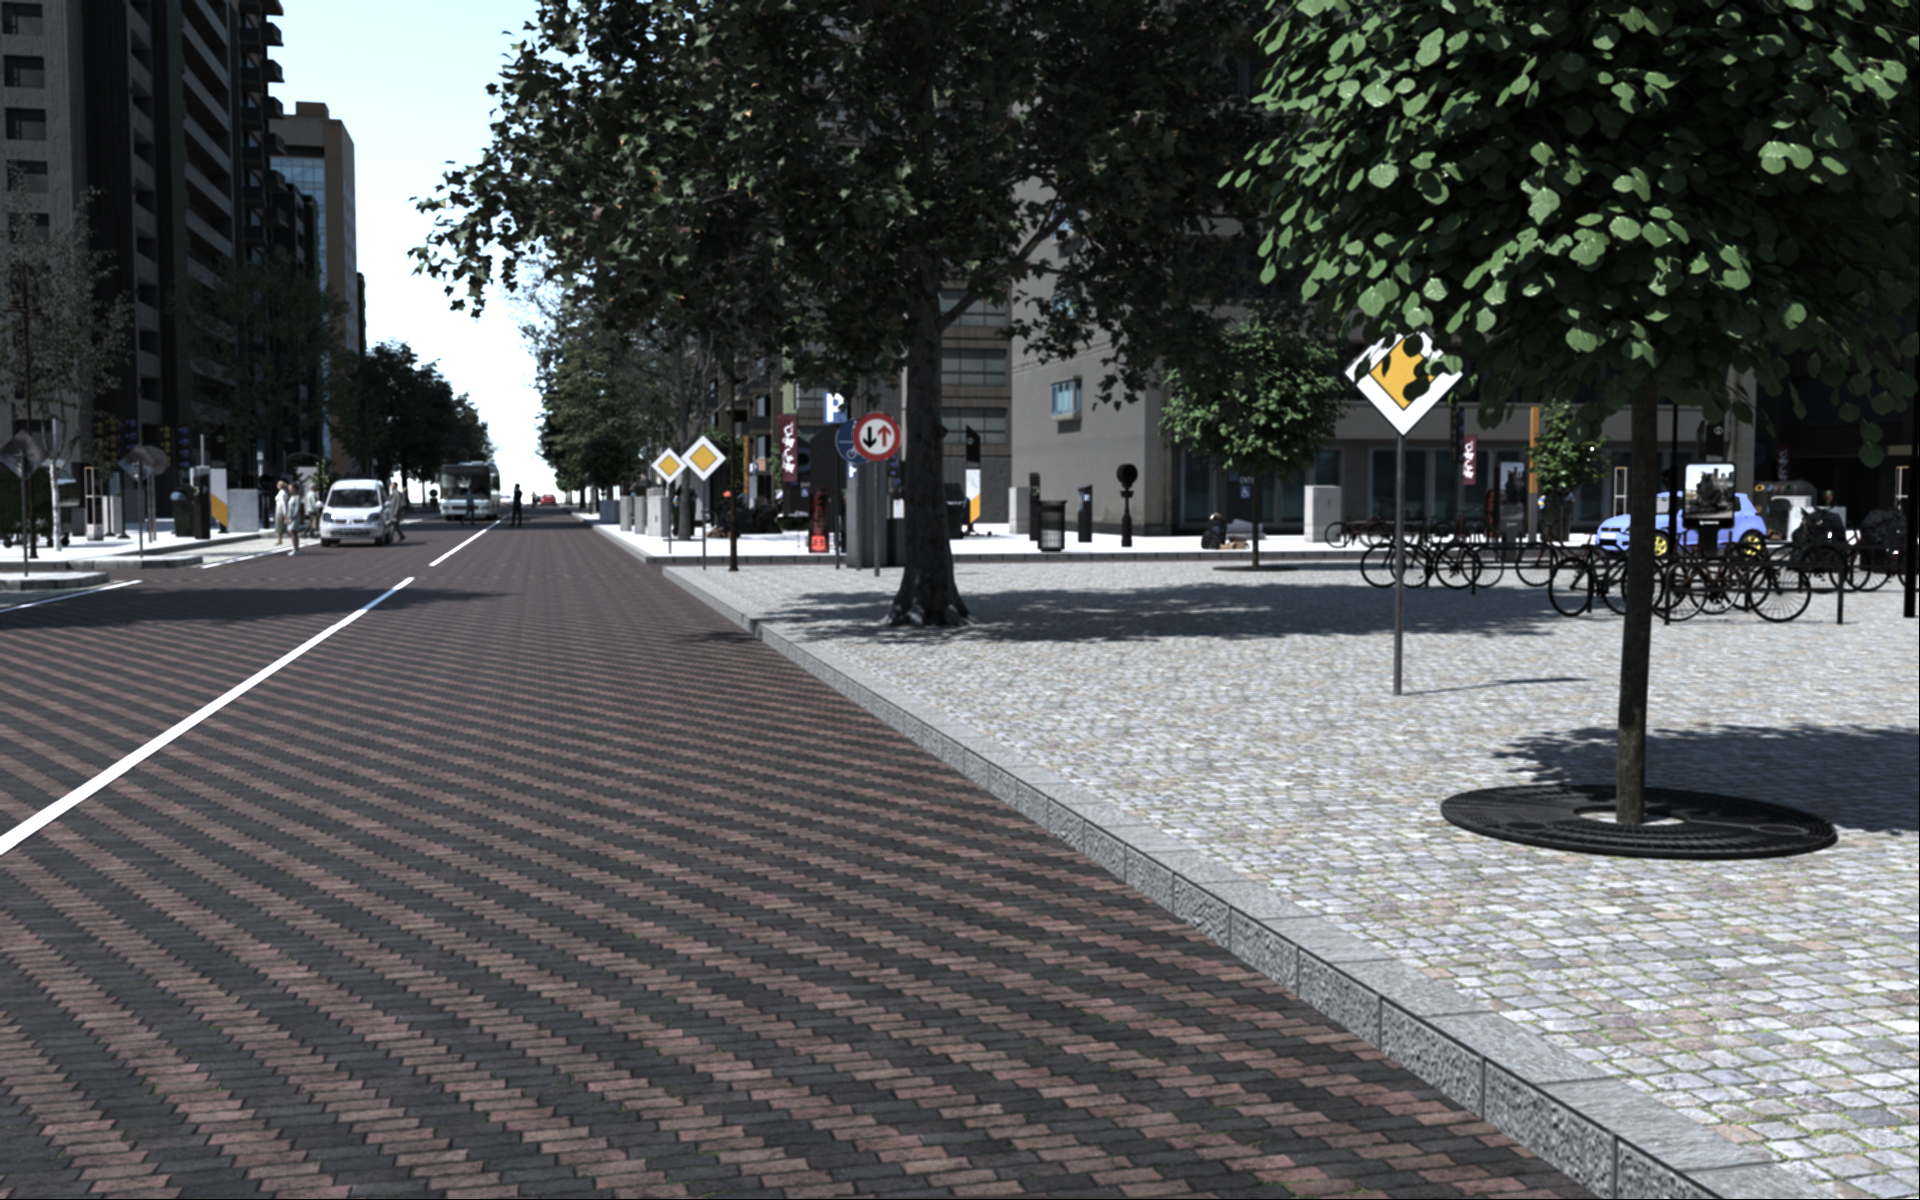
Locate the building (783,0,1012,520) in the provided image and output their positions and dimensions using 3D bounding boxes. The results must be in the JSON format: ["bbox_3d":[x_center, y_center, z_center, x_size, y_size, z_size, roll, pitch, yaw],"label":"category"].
[{"bbox_3d":[-3.747,-25.611,102.333,14.154,41.232,14.086,-1,4,-14],"label":"building"}]

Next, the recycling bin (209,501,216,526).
[{"bbox_3d":[-30.564,-3.510,69.936,0.722,1.027,0.722,1,4,18],"label":"recycling bin"}]

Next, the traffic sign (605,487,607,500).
[{"bbox_3d":[-19.840,-5.935,97.140,0.768,2.556,0.104,0,4,-6],"label":"traffic sign"}]

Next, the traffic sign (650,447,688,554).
[{"bbox_3d":[-6.207,-2.040,37.000,0.795,2.450,0.064,-1,4,-14],"label":"traffic sign"}]

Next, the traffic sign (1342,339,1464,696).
[{"bbox_3d":[2.784,-0.598,10.957,0.795,2.450,0.064,0,4,-7],"label":"traffic sign"}]

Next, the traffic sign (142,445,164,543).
[{"bbox_3d":[-21.210,-2.764,45.303,0.768,2.556,0.104,-1,4,-12],"label":"traffic sign"}]

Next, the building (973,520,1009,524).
[{"bbox_3d":[4.216,-24.341,81.575,14.154,41.232,14.086,-1,4,-14],"label":"building"}]

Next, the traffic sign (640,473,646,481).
[{"bbox_3d":[-18.490,-6.133,100.387,0.768,2.556,0.104,-1,4,-13],"label":"traffic sign"}]

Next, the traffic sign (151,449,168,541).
[{"bbox_3d":[-22.090,-2.895,47.437,0.768,2.556,0.104,0,4,-8],"label":"traffic sign"}]

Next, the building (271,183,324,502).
[{"bbox_3d":[-66.787,-23.681,158.890,14.160,30.474,14.107,-1,4,-14],"label":"building"}]

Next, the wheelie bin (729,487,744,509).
[{"bbox_3d":[-9.721,-4.137,75.541,0.980,1.594,0.693,0,4,-4],"label":"wheelie bin"}]

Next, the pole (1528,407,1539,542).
[{"bbox_3d":[13.475,-2.865,40.687,0.158,3.312,0.155,0,3,0],"label":"pole"}]

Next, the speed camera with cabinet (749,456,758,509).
[{"bbox_3d":[-10.908,-5.818,89.464,0.660,3.252,2.038,-1,4,-15],"label":"speed camera with cabinet"}]

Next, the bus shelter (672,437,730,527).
[{"bbox_3d":[-9.717,-4.322,64.592,2.014,3.302,5.546,-1,4,-14],"label":"bus shelter"}]

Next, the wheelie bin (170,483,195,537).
[{"bbox_3d":[-23.156,-2.684,51.784,0.693,1.594,0.980,0,4,0],"label":"wheelie bin"}]

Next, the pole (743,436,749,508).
[{"bbox_3d":[-7.471,-4.081,60.574,0.158,3.312,0.155,0,3,0],"label":"pole"}]

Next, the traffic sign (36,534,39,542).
[{"bbox_3d":[-24.724,-2.827,46.323,0.768,2.556,0.104,-1,4,-10],"label":"traffic sign"}]

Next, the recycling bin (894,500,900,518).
[{"bbox_3d":[-2.492,-3.840,75.342,0.722,1.027,0.722,0,4,5],"label":"recycling bin"}]

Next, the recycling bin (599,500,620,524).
[{"bbox_3d":[-15.042,-3.790,74.526,0.722,1.027,0.722,1,4,16],"label":"recycling bin"}]

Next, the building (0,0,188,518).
[{"bbox_3d":[-49.314,-19.524,90.923,14.160,30.474,14.107,-1,4,-14],"label":"building"}]

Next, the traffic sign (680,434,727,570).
[{"bbox_3d":[-4.327,-1.566,29.239,0.795,2.450,0.064,-1,4,-14],"label":"traffic sign"}]

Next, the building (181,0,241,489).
[{"bbox_3d":[-60.159,-29.856,111.847,21.300,48.544,21.600,-1,4,-14],"label":"building"}]

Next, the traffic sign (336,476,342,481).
[{"bbox_3d":[-35.995,-6.097,99.784,0.768,2.556,0.104,0,4,-8],"label":"traffic sign"}]

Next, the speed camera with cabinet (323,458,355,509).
[{"bbox_3d":[-34.562,-6.244,96.427,2.038,3.252,0.660,2,4,28],"label":"speed camera with cabinet"}]

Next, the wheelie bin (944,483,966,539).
[{"bbox_3d":[-0.326,-2.536,49.373,0.980,1.594,0.693,-2,4,-27],"label":"wheelie bin"}]

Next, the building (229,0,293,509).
[{"bbox_3d":[-65.749,-29.481,136.639,22.147,44.769,28.867,-1,4,-14],"label":"building"}]

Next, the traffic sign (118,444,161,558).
[{"bbox_3d":[-16.364,-1.892,34.570,0.795,2.450,0.064,-1,4,-14],"label":"traffic sign"}]

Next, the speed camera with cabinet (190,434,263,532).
[{"bbox_3d":[-24.602,-3.890,57.932,2.038,3.252,0.660,-2,4,-35],"label":"speed camera with cabinet"}]

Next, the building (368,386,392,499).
[{"bbox_3d":[-92.968,-23.848,234.948,27.650,21.520,28.899,-1,4,-14],"label":"building"}]

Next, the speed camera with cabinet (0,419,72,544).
[{"bbox_3d":[-23.966,-3.064,44.432,2.038,3.252,0.660,-1,4,-9],"label":"speed camera with cabinet"}]

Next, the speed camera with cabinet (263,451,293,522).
[{"bbox_3d":[-31.310,-5.141,78.395,2.038,3.252,0.660,-1,4,-11],"label":"speed camera with cabinet"}]

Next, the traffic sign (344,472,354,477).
[{"bbox_3d":[-34.943,-6.068,99.310,0.768,2.556,0.104,0,4,-7],"label":"traffic sign"}]

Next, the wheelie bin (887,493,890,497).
[{"bbox_3d":[-3.032,-3.397,63.455,0.980,1.594,0.693,-1,4,-19],"label":"wheelie bin"}]

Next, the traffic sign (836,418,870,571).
[{"bbox_3d":[-1.701,-1.767,28.992,0.768,2.556,0.104,-1,4,-10],"label":"traffic sign"}]

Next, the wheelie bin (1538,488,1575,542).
[{"bbox_3d":[16.068,-2.364,46.563,0.980,1.594,0.693,-1,4,-10],"label":"wheelie bin"}]

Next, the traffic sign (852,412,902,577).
[{"bbox_3d":[-1.289,-1.639,26.902,0.768,2.556,0.104,0,4,-5],"label":"traffic sign"}]

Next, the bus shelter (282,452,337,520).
[{"bbox_3d":[-32.533,-5.671,86.643,2.014,3.302,5.546,-1,4,-14],"label":"bus shelter"}]

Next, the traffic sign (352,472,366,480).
[{"bbox_3d":[-33.921,-5.973,97.772,0.768,2.556,0.104,0,4,-7],"label":"traffic sign"}]

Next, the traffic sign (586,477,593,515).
[{"bbox_3d":[-22.716,-6.533,106.922,0.768,2.556,0.104,0,4,-5],"label":"traffic sign"}]

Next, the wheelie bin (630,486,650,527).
[{"bbox_3d":[-12.573,-3.699,68.390,0.980,1.594,0.693,-2,4,-30],"label":"wheelie bin"}]

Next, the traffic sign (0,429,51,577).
[{"bbox_3d":[-14.484,-1.417,26.809,0.795,2.450,0.064,-1,4,-14],"label":"traffic sign"}]

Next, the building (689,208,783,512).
[{"bbox_3d":[-14.075,-31.146,163.857,22.147,44.769,28.867,-1,4,-14],"label":"building"}]

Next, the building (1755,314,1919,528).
[{"bbox_3d":[46.037,-25.329,68.753,28.867,44.769,22.147,-1,4,-14],"label":"building"}]

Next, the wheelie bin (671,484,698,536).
[{"bbox_3d":[-8.470,-2.776,53.297,0.693,1.594,0.980,1,4,11],"label":"wheelie bin"}]

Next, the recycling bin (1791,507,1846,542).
[{"bbox_3d":[17.014,-1.332,34.338,0.722,1.027,0.722,-2,4,-26],"label":"recycling bin"}]

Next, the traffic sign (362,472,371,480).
[{"bbox_3d":[-34.703,-6.165,100.909,0.768,2.556,0.104,0,4,-4],"label":"traffic sign"}]

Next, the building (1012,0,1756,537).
[{"bbox_3d":[13.204,-26.870,63.033,21.600,48.544,21.300,-1,4,-14],"label":"building"}]
